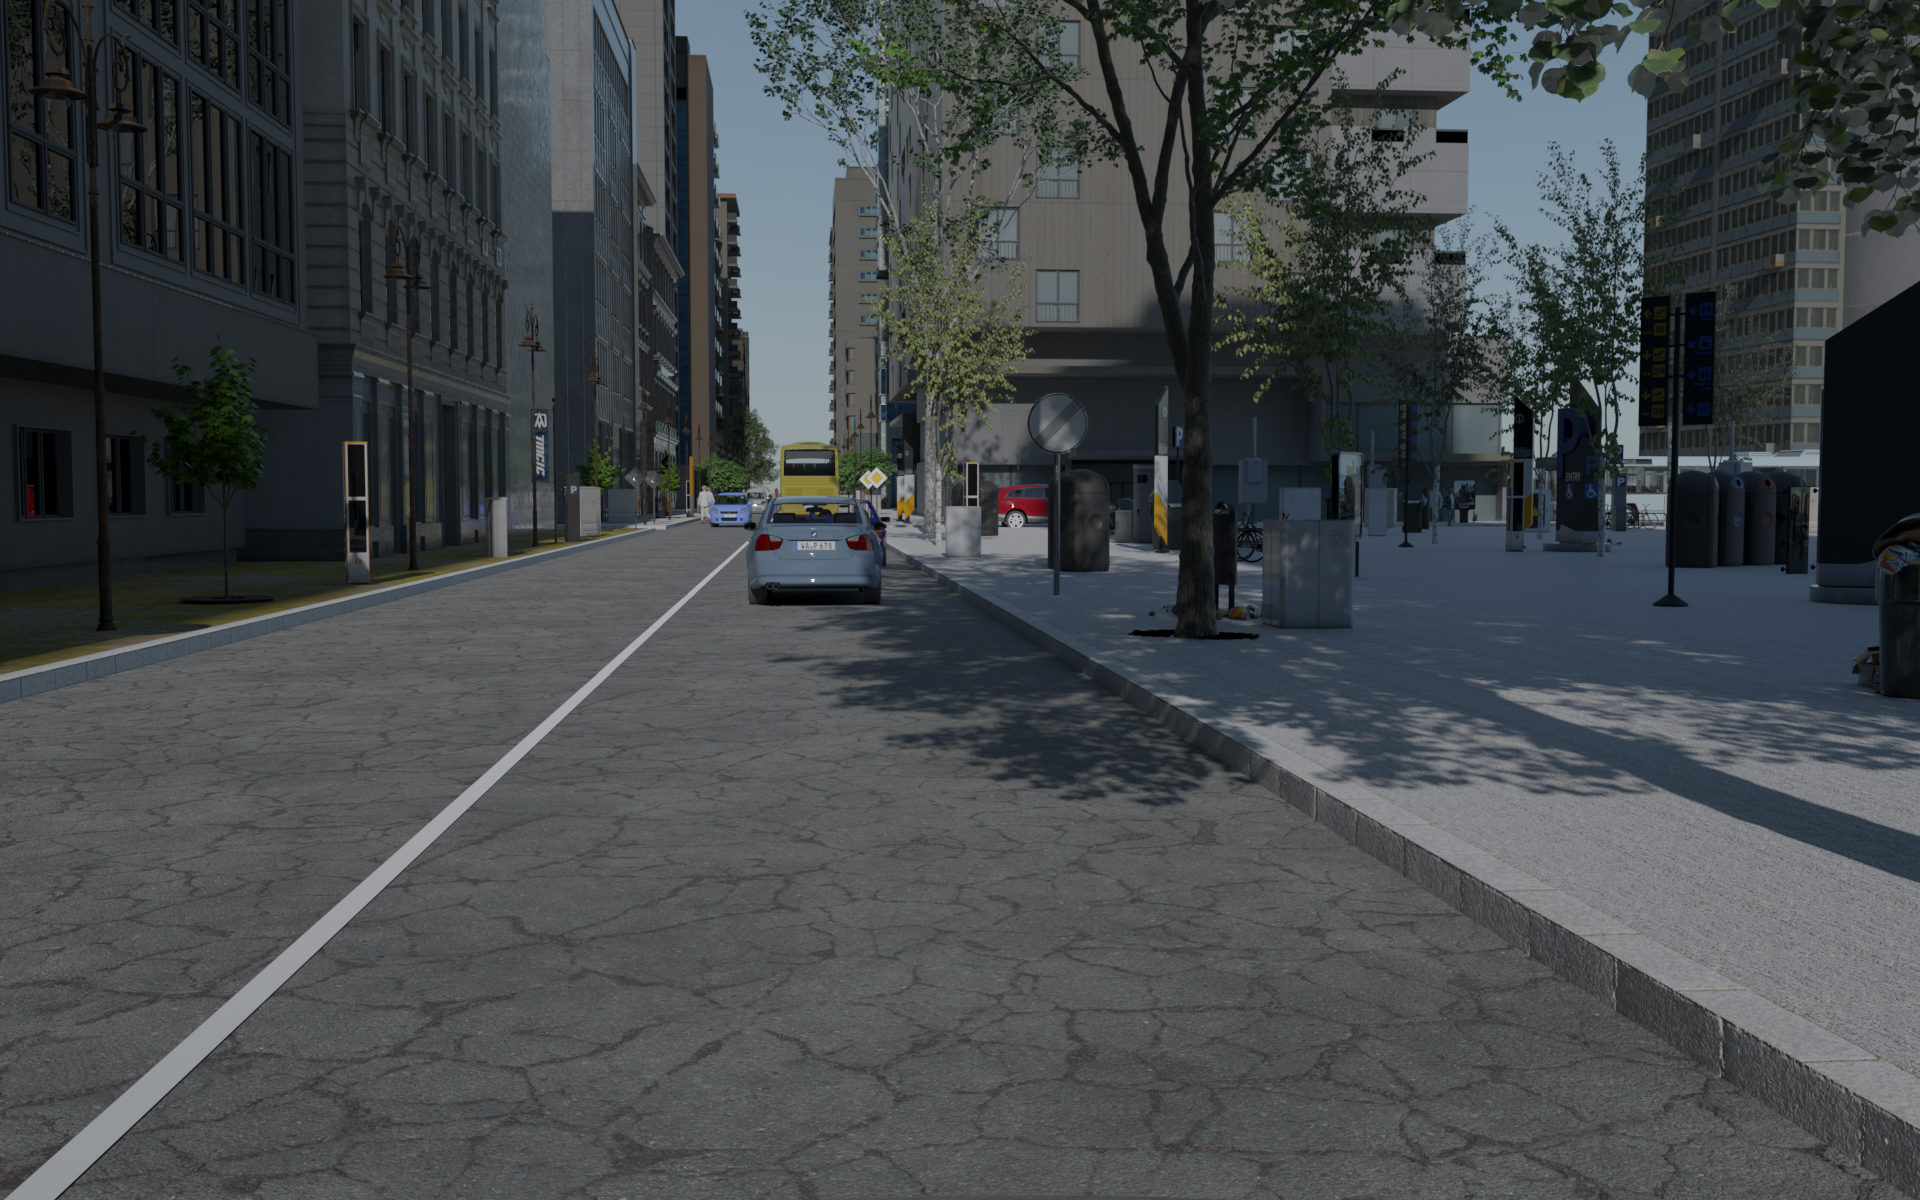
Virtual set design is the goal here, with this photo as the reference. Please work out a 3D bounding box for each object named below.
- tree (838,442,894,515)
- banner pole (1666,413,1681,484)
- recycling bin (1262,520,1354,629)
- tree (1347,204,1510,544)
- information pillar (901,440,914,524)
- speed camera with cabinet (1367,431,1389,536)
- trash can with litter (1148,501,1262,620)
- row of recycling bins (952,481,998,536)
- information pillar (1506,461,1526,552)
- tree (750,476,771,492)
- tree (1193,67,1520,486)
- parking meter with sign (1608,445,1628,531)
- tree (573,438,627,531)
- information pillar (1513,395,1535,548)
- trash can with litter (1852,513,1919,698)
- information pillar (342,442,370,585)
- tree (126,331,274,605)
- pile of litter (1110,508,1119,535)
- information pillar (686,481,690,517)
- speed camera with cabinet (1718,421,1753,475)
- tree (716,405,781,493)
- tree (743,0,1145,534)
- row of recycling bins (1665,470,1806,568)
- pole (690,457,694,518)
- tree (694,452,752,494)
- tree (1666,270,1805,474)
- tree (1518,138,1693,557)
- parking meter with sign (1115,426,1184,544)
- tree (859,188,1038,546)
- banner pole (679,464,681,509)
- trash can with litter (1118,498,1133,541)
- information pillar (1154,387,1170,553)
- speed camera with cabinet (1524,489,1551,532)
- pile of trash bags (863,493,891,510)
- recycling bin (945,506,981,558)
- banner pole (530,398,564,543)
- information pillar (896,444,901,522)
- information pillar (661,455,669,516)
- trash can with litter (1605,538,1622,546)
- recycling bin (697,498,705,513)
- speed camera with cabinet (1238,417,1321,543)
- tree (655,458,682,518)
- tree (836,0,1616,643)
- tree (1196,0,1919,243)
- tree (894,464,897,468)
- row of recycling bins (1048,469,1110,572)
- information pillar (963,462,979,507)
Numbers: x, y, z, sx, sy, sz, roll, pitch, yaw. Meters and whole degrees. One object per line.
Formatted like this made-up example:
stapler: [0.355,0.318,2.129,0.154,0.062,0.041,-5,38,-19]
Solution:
tree: [-7.008,-7.943,113.587,4.285,4.588,4.351,0,3,0]
banner pole: [21.847,-3.855,53.051,0.863,3.779,0.401,-3,5,-40]
recycling bin: [3.376,-0.262,16.831,0.722,1.027,0.722,0,4,-5]
tree: [12.245,-5.772,44.733,4.360,8.622,3.978,0,3,0]
information pillar: [-2.201,-5.106,74.832,0.504,3.616,0.183,3,4,36]
speed camera with cabinet: [12.960,-3.631,53.696,0.660,3.252,2.038,1,4,13]
trash can with litter: [2.787,-0.452,18.455,1.678,1.210,2.233,-1,4,-10]
row of recycling bins: [0.417,-2.889,54.352,1.069,1.692,3.534,-1,4,-12]
information pillar: [12.333,-2.078,38.461,0.304,2.012,0.304,0,4,-4]
tree: [-34.803,-21.709,305.298,4.360,8.622,3.978,0,3,0]
tree: [6.151,-4.820,29.178,4.737,8.622,4.395,0,3,0]
parking meter with sign: [22.870,-3.908,60.159,0.543,3.016,1.738,1,4,12]
tree: [-12.636,-3.995,59.923,1.663,3.219,1.824,0,3,0]
information pillar: [13.271,-3.028,40.855,0.504,3.616,0.183,3,5,40]
trash can with litter: [6.060,0.013,11.180,0.624,1.170,1.055,0,4,7]
information pillar: [-8.519,-1.220,24.440,0.304,2.012,0.304,-2,4,-25]
tree: [-8.712,-1.593,20.651,1.663,3.219,1.824,0,3,0]
pile of litter: [4.988,-2.467,54.296,1.719,0.858,1.176,1,4,22]
information pillar: [-14.971,-5.591,95.910,0.304,2.012,0.304,1,4,10]
speed camera with cabinet: [21.376,-3.182,46.365,0.660,3.252,2.038,-2,4,-32]
tree: [-27.453,-18.686,222.530,9.611,12.733,9.660,0,3,0]
tree: [0.507,-12.168,54.838,12.611,20.169,13.585,0,3,0]
row of recycling bins: [13.898,-1.466,31.085,3.534,1.692,1.069,-2,4,-34]
pole: [-14.617,-6.149,94.379,0.158,3.312,0.155,0,3,0]
tree: [-19.038,-9.196,134.073,4.285,4.588,4.351,0,3,0]
tree: [24.839,-6.495,56.553,4.360,8.622,3.978,0,3,0]
tree: [12.890,-5.187,35.167,4.737,8.622,4.395,0,3,0]
parking meter with sign: [4.872,-2.974,44.889,1.738,3.016,0.543,2,4,30]
tree: [-0.294,-5.650,42.734,4.737,8.622,4.395,0,3,0]
banner pole: [-23.602,-9.538,145.957,0.401,3.779,0.863,-1,4,-19]
trash can with litter: [4.767,-2.235,47.934,0.624,1.170,1.055,-1,4,-16]
information pillar: [4.388,-2.835,37.713,0.183,3.616,0.504,2,4,32]
speed camera with cabinet: [19.940,-3.922,58.454,2.038,3.252,0.660,0,4,5]
pile of trash bags: [-7.305,-8.249,144.622,1.912,1.369,3.447,-3,4,-38]
recycling bin: [0.064,-1.393,35.337,0.722,1.027,0.722,0,4,-1]
banner pole: [-10.722,-3.357,44.898,0.863,3.779,0.401,-2,4,-31]
information pillar: [-2.710,-5.469,80.775,0.504,3.616,0.183,1,4,20]
information pillar: [-17.060,-6.671,100.428,0.504,3.616,0.183,1,4,20]
trash can with litter: [16.325,-2.019,44.074,1.678,1.210,2.233,3,5,44]
recycling bin: [-17.345,-6.401,117.211,0.722,1.027,0.722,-2,4,-30]
speed camera with cabinet: [8.261,-3.086,44.786,2.038,3.252,0.660,0,4,2]
tree: [-15.404,-5.981,92.391,1.663,3.219,1.824,0,3,0]
tree: [1.944,-5.468,15.150,9.928,11.665,9.643,0,3,0]
tree: [3.559,-5.961,4.126,9.857,13.997,8.962,0,3,0]
tree: [-7.739,-8.912,129.419,4.285,4.588,4.351,0,3,0]
row of recycling bins: [2.000,-1.407,30.112,1.069,1.692,3.534,0,4,0]
information pillar: [0.254,-2.166,39.902,0.304,2.012,0.304,-1,4,-14]
